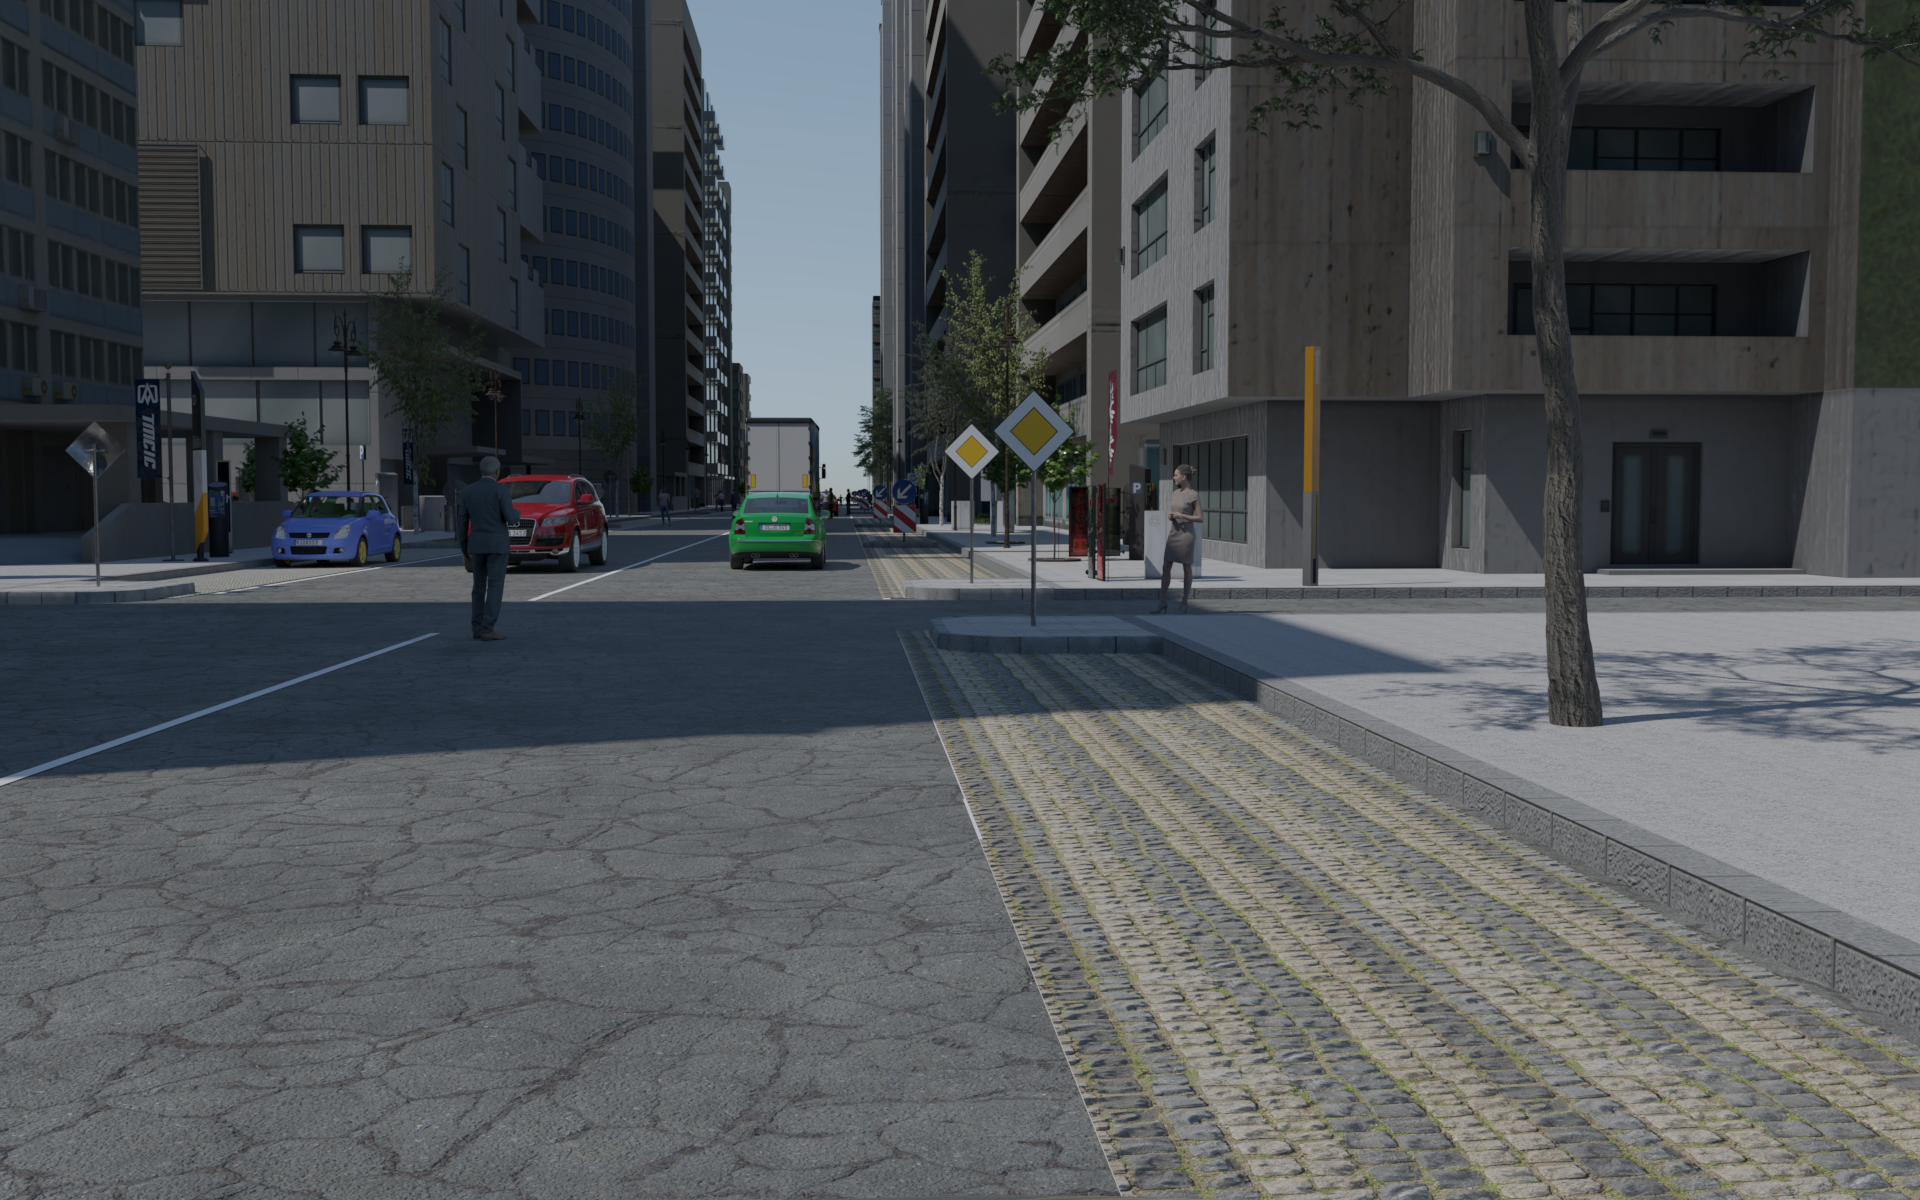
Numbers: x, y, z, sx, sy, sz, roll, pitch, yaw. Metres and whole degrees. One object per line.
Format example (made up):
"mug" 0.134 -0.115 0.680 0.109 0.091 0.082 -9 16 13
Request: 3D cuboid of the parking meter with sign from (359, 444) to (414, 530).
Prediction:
"parking meter with sign" -20.314 -3.985 61.421 1.738 3.016 0.543 -2 4 -34

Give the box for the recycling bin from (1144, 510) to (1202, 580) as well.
"recycling bin" 3.246 -0.845 26.363 0.722 1.027 0.722 2 4 24

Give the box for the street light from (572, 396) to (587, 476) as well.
"street light" -17.932 -6.665 81.763 0.468 5.910 1.993 0 4 -4

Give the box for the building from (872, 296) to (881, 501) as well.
"building" -5.778 -29.370 251.894 14.160 30.474 14.107 0 4 -4

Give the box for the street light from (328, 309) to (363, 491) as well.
"street light" -15.351 -4.318 43.391 0.468 5.910 1.993 0 4 -4

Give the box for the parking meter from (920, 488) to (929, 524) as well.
"parking meter" -1.542 -4.037 74.416 0.372 1.533 0.369 0 3 0

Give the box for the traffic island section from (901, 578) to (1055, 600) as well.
"traffic island section" 0.189 -0.157 24.852 2.009 0.180 2.903 0 4 -4

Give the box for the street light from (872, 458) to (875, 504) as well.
"street light" -9.840 -13.909 200.204 0.468 5.910 1.993 0 4 -4

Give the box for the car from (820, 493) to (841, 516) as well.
"car" -8.833 -6.334 112.607 2.155 1.783 4.494 0 4 -6

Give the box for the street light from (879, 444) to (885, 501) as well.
"street light" -6.793 -11.240 156.565 0.468 5.910 1.993 0 4 -4

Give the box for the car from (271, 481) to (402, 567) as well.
"car" -12.562 -1.552 34.959 1.945 1.707 3.694 0 4 -2

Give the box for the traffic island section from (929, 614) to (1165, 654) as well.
"traffic island section" 0.735 0.330 16.886 2.009 0.180 2.903 0 4 -4

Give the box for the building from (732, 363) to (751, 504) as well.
"building" -43.739 -24.244 241.421 27.650 21.520 28.899 0 4 -4

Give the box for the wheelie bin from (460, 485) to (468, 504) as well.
"wheelie bin" -16.933 -3.195 60.149 0.980 1.594 0.693 2 4 28

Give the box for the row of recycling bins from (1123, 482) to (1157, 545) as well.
"row of recycling bins" 5.872 -2.240 43.730 3.534 1.692 1.069 0 4 -1

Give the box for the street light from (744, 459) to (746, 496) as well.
"street light" -27.572 -15.261 222.296 0.468 5.910 1.993 0 4 -4

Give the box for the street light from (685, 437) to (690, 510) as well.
"street light" -21.886 -10.186 139.324 0.468 5.910 1.993 0 4 -4

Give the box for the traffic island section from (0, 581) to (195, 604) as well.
"traffic island section" -11.974 -0.107 24.026 2.009 0.180 2.903 0 4 -4

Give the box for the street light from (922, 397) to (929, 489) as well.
"street light" -1.575 -6.567 80.164 0.468 5.910 1.993 0 4 -4

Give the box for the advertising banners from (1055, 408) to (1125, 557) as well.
"advertising banners" 2.466 -2.396 35.358 2.074 3.025 0.090 -2 4 -27

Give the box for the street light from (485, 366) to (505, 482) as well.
"street light" -16.719 -5.487 62.505 0.468 5.910 1.993 0 4 -4

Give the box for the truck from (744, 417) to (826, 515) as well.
"truck" -6.890 -4.894 68.933 2.839 4.237 11.283 0 4 -3

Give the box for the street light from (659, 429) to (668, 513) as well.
"street light" -20.579 -9.016 120.206 0.468 5.910 1.993 0 4 -4

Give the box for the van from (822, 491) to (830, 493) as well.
"van" -17.714 -13.632 229.894 2.013 2.044 4.112 0 4 -4

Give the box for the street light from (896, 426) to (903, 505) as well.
"street light" -4.111 -8.892 118.165 0.468 5.910 1.993 0 4 -4

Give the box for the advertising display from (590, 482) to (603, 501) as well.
"advertising display" -19.438 -5.313 92.073 0.974 1.923 0.123 -3 5 -42

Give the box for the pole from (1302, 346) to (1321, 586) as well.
"pole" 4.889 -1.849 24.071 0.158 3.312 0.155 0 3 0

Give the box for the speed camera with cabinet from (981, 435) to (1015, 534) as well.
"speed camera with cabinet" 1.244 -3.832 56.983 0.660 3.252 2.038 1 4 18

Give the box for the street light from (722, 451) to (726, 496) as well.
"street light" -24.934 -12.877 183.325 0.468 5.910 1.993 0 4 -4

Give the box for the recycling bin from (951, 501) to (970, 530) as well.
"recycling bin" 0.103 -3.078 62.886 0.722 1.027 0.722 1 4 11

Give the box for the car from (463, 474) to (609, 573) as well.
"car" -8.094 -1.510 33.358 2.281 1.827 5.304 0 4 -2

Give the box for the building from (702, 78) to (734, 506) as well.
"building" -38.307 -35.311 196.940 23.786 49.044 30.456 0 4 -4

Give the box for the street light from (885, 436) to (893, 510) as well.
"street light" -5.511 -10.060 137.276 0.468 5.910 1.993 0 4 -4

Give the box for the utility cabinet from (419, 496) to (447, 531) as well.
"utility cabinet" -18.320 -3.004 60.277 0.306 1.237 1.020 2 4 29

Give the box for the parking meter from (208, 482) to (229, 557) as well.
"parking meter" -15.065 -1.638 35.188 0.372 1.533 0.369 0 3 0

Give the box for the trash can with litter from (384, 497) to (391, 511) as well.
"trash can with litter" -30.711 -5.001 93.151 1.055 1.170 0.624 0 4 8

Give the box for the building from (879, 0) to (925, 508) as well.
"building" 1.014 -40.642 206.487 21.231 58.520 28.212 0 4 -4

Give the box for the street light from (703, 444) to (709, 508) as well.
"street light" -23.304 -11.411 159.365 0.468 5.910 1.993 0 4 -4

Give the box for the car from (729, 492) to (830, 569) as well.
"car" -3.562 -1.561 34.324 1.959 1.807 4.718 0 4 -3

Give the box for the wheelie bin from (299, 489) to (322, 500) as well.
"wheelie bin" -23.304 -3.324 62.259 0.693 1.594 0.980 -3 5 -41

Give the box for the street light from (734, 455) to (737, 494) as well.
"street light" -26.273 -14.072 202.859 0.468 5.910 1.993 0 4 -4

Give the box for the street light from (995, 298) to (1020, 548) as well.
"street light" 1.120 -4.172 41.007 0.468 5.910 1.993 0 4 -4

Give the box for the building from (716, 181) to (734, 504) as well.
"building" -36.361 -32.797 219.821 14.154 41.232 14.086 0 4 -4

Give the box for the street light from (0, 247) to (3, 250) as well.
"street light" -13.957 -3.149 24.279 0.468 5.910 1.993 0 4 -4

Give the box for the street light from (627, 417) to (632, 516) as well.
"street light" -19.240 -7.822 100.679 0.468 5.910 1.993 0 4 -4

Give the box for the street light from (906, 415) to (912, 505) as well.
"street light" -2.877 -7.749 99.483 0.468 5.910 1.993 0 4 -4

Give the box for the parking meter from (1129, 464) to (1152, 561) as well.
"parking meter" 3.486 -1.697 33.464 0.399 1.863 0.255 2 4 34

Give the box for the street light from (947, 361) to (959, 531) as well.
"street light" -0.162 -5.349 60.252 0.468 5.910 1.993 0 4 -4

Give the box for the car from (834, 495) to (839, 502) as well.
"car" -11.433 -8.460 150.321 2.014 1.417 4.499 0 4 -4

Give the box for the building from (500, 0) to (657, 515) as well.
"building" -31.887 -34.821 111.315 21.231 58.520 28.212 0 4 -4

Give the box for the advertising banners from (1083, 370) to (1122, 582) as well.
"advertising banners" 2.086 -1.796 25.551 0.090 3.025 2.074 0 4 -6
